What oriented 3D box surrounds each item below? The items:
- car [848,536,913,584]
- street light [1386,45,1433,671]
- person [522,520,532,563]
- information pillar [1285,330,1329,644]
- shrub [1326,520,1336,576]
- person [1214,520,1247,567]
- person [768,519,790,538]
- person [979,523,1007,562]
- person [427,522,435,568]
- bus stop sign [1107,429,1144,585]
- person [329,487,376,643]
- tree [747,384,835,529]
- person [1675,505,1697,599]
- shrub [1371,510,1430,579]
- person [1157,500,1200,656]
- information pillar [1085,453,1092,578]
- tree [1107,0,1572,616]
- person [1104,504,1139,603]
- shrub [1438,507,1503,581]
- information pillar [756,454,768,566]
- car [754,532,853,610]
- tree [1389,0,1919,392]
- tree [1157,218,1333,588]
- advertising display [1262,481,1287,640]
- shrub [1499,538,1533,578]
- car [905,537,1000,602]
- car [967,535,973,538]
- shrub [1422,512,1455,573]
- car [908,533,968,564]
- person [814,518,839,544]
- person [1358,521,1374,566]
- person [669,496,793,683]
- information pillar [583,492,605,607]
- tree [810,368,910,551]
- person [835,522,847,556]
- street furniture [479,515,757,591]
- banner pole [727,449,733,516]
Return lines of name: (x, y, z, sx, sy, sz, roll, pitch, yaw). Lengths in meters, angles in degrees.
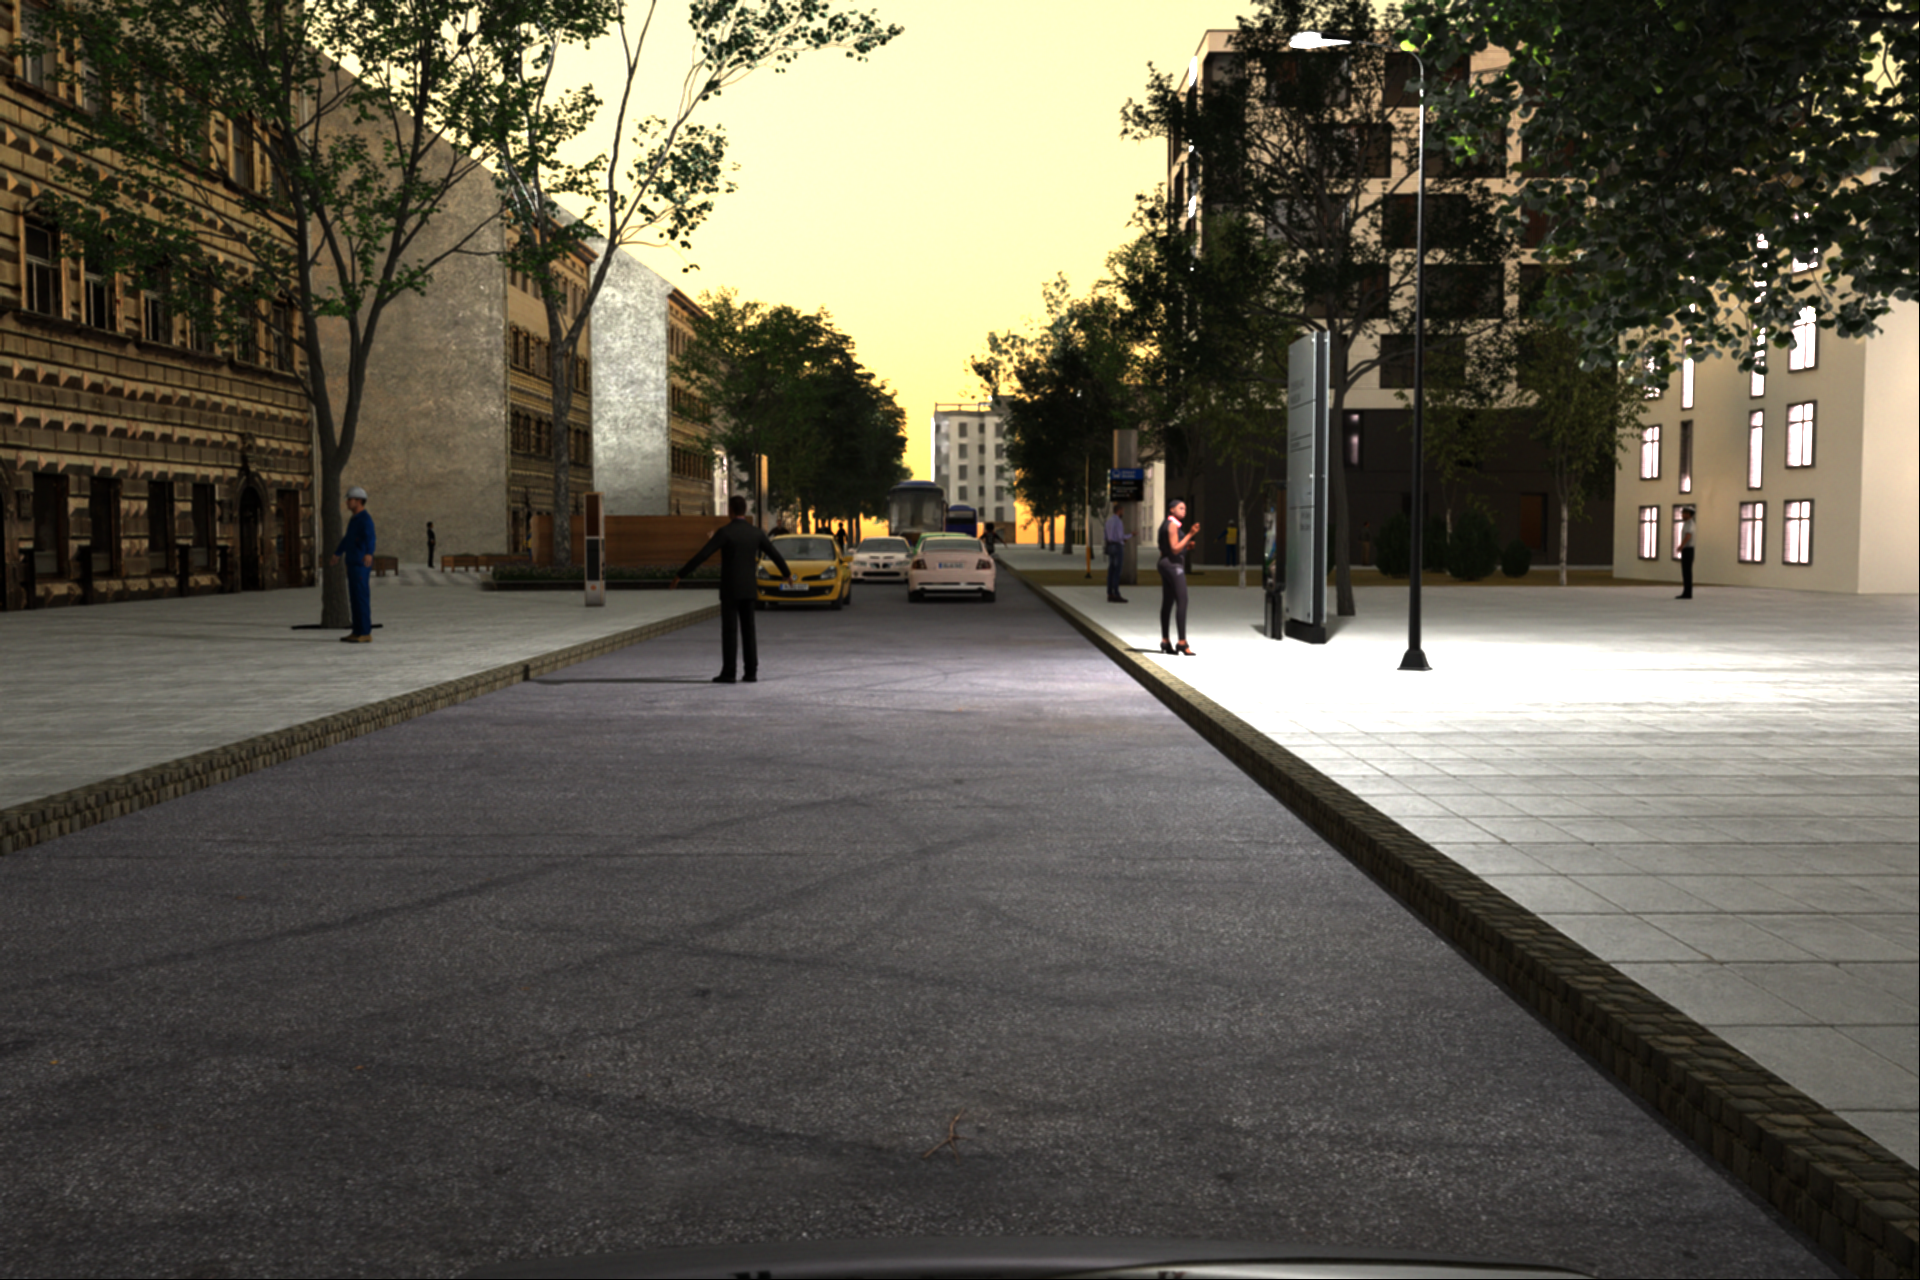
car: (-2.254, -2.390, 51.436, 2.083, 1.381, 4.827, 0, 4, 0)
street light: (4.830, -2.668, 16.160, 1.470, 5.913, 1.316, 0, 4, 0)
person: (-13.084, -2.835, 52.820, 0.721, 1.772, 1.216, 0, 4, 6)
information pillar: (4.173, -1.807, 20.868, 0.184, 3.620, 1.656, 0, 4, 0)
shrub: (9.879, -2.727, 48.632, 1.661, 2.075, 1.752, 0, 3, 0)
person: (10.675, -3.809, 68.241, 1.349, 1.833, 0.705, -1, 4, -9)
person: (-6.348, -3.355, 60.993, 1.346, 1.812, 0.704, -1, 4, -14)
person: (1.055, -3.270, 62.068, 1.345, 1.843, 0.704, -1, 4, -9)
person: (-19.844, -3.578, 65.219, 0.721, 1.740, 1.216, -1, 4, -15)
bus stop sign: (4.177, -3.350, 43.787, 0.837, 3.901, 0.837, 0, 4, 0)
person: (-7.169, -0.898, 20.558, 0.705, 1.842, 1.347, -3, 4, -37)
tree: (-8.530, -8.226, 84.858, 4.737, 8.622, 4.395, 0, 3, 0)
person: (14.398, -1.747, 34.360, 0.704, 1.855, 1.343, 2, 4, 27)
shrub: (12.705, -2.786, 49.979, 1.690, 2.028, 1.600, 0, 3, 0)
person: (2.343, -0.665, 18.389, 0.593, 1.643, 0.415, 3, 5, 41)
information pillar: (3.731, -3.607, 50.328, 0.183, 3.616, 0.504, 0, 4, -1)
tree: (5.733, -5.661, 26.972, 7.601, 10.594, 8.767, 1, 4, 12)
person: (3.044, -1.630, 32.565, 0.599, 1.838, 0.709, -2, 4, -24)
shrub: (13.859, -2.604, 46.998, 1.690, 2.028, 1.600, 0, 3, 0)
information pillar: (-5.905, -3.694, 51.711, 0.184, 3.620, 1.656, 0, 4, -1)
car: (-3.060, -1.443, 33.815, 2.015, 1.641, 3.980, 0, 4, 0)
tree: (6.284, -6.280, 9.332, 9.857, 13.997, 8.962, 0, 3, 0)
tree: (6.634, -5.506, 40.381, 4.737, 8.622, 4.395, 0, 3, 0)
advertising display: (3.861, -0.984, 21.302, 0.123, 1.923, 0.974, 0, 4, 0)
shrub: (16.425, -2.450, 51.167, 1.383, 1.207, 1.383, 0, 3, 0)
car: (-0.166, -1.553, 37.756, 2.083, 1.381, 4.827, 0, 4, 0)
car: (-0.113, -3.557, 70.167, 2.014, 1.417, 4.499, 0, 4, -1)
shrub: (15.806, -3.241, 57.411, 1.690, 2.028, 1.600, 0, 3, 0)
car: (-0.438, -2.297, 46.351, 1.959, 1.807, 4.718, 0, 4, -1)
person: (-4.762, -3.321, 60.230, 1.347, 1.837, 0.705, 2, 4, 27)
person: (16.321, -3.868, 69.512, 0.705, 1.796, 1.348, -1, 4, -18)
person: (-2.161, -0.493, 16.750, 1.346, 1.802, 0.704, -3, 4, -37)
information pillar: (-6.479, -1.604, 30.711, 0.304, 2.012, 0.304, 0, 4, 0)
tree: (-8.486, -13.772, 131.819, 9.857, 13.997, 8.962, 0, 3, 0)
person: (-5.266, -4.277, 76.121, 0.705, 1.806, 1.347, 2, 4, 26)
street furniture: (-9.231, -2.161, 42.186, 9.812, 1.723, 11.010, -1, 4, -16)
banner pole: (-6.822, -3.762, 51.524, 0.401, 3.779, 0.863, 0, 4, 2)
